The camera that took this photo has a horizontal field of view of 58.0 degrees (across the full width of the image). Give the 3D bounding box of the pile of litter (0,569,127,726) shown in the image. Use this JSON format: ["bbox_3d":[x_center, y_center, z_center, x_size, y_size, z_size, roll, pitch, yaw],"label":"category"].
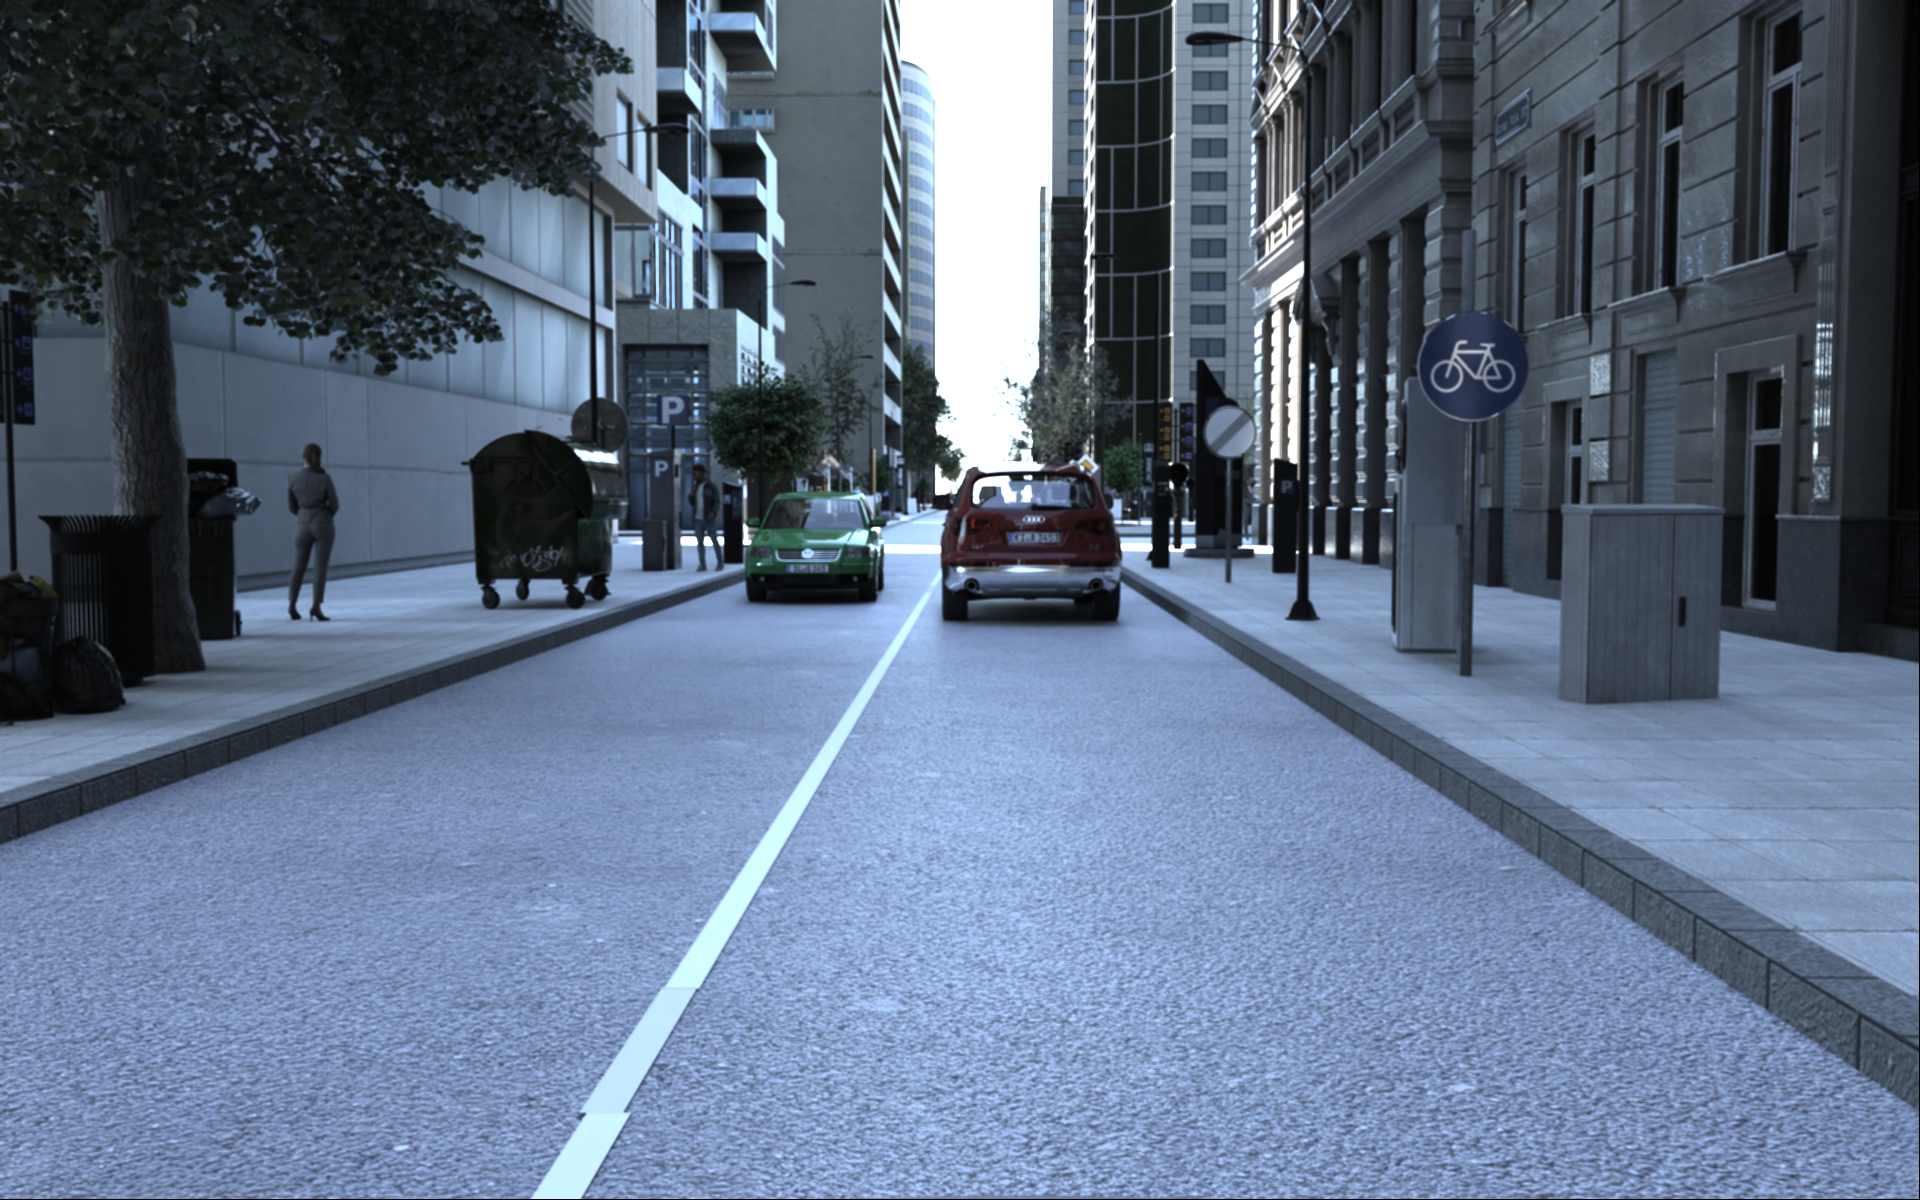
[{"bbox_3d":[-5.612,0.245,9.956,1.176,0.858,1.719,3,5,41],"label":"pile of litter"}]

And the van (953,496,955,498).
[{"bbox_3d":[0.356,-9.389,160.517,2.013,2.044,4.112,0,4,2],"label":"van"}]

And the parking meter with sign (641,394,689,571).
[{"bbox_3d":[-5.052,-2.036,29.554,0.543,3.016,1.738,0,4,2],"label":"parking meter with sign"}]

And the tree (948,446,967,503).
[{"bbox_3d":[-1.142,-18.913,259.587,4.360,8.622,3.978,0,3,0],"label":"tree"}]

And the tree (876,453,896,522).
[{"bbox_3d":[-3.837,-5.285,81.007,1.663,3.219,1.824,0,3,0],"label":"tree"}]

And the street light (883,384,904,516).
[{"bbox_3d":[-3.256,-6.172,73.449,1.470,5.913,1.316,0,4,1],"label":"street light"}]

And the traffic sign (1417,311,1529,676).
[{"bbox_3d":[3.574,-0.737,12.160,0.768,2.556,0.104,0,4,3],"label":"traffic sign"}]

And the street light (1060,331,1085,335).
[{"bbox_3d":[3.537,-4.705,49.467,1.470,5.913,1.316,0,4,1],"label":"street light"}]

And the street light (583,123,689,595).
[{"bbox_3d":[-4.094,-3.018,21.878,1.470,5.913,1.316,0,4,1],"label":"street light"}]

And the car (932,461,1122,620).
[{"bbox_3d":[0.794,-0.765,21.188,2.281,1.827,5.304,0,3,0],"label":"car"}]

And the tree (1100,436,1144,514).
[{"bbox_3d":[9.586,-7.005,98.240,4.285,4.588,4.351,0,3,0],"label":"tree"}]

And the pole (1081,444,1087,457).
[{"bbox_3d":[5.000,-4.652,69.898,0.158,3.312,0.155,0,3,0],"label":"pole"}]

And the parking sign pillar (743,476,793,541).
[{"bbox_3d":[-5.311,-3.632,47.860,1.447,3.967,1.447,-1,4,-21],"label":"parking sign pillar"}]

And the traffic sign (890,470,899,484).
[{"bbox_3d":[-3.655,-5.654,92.550,0.768,2.556,0.104,0,4,6],"label":"traffic sign"}]

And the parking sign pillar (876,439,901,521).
[{"bbox_3d":[-3.629,-5.876,84.540,1.447,3.967,1.447,0,4,-2],"label":"parking sign pillar"}]

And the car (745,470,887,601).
[{"bbox_3d":[-2.002,-0.966,24.595,1.959,1.807,4.718,0,4,-1],"label":"car"}]

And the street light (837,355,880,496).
[{"bbox_3d":[-3.538,-5.220,57.888,1.470,5.913,1.316,0,4,1],"label":"street light"}]

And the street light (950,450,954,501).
[{"bbox_3d":[-1.584,-11.830,165.963,1.470,5.913,1.316,0,4,1],"label":"street light"}]

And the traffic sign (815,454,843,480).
[{"bbox_3d":[-3.774,-2.909,49.753,0.795,2.593,0.064,0,4,1],"label":"traffic sign"}]

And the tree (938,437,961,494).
[{"bbox_3d":[-1.750,-15.799,208.669,4.737,8.622,4.395,0,3,0],"label":"tree"}]

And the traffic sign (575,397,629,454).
[{"bbox_3d":[-4.752,-1.392,22.868,0.768,2.556,0.104,0,4,2],"label":"traffic sign"}]

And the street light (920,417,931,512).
[{"bbox_3d":[-2.698,-8.092,104.843,1.470,5.913,1.316,0,4,1],"label":"street light"}]

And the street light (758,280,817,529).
[{"bbox_3d":[-3.805,-3.986,37.704,1.470,5.913,1.316,0,4,1],"label":"street light"}]

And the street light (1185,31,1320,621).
[{"bbox_3d":[2.963,-2.753,17.547,1.470,5.913,1.316,0,4,1],"label":"street light"}]

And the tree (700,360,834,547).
[{"bbox_3d":[-4.725,-3.605,42.653,4.285,4.588,4.351,0,3,0],"label":"tree"}]

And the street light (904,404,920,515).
[{"bbox_3d":[-2.972,-7.140,89.282,1.470,5.913,1.316,0,4,1],"label":"street light"}]

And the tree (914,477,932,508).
[{"bbox_3d":[-3.262,-10.055,158.999,1.663,3.219,1.824,0,3,0],"label":"tree"}]

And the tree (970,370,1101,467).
[{"bbox_3d":[6.694,-11.716,125.969,8.767,10.594,7.601,3,4,37],"label":"tree"}]

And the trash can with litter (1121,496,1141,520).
[{"bbox_3d":[8.315,-4.475,84.549,1.055,1.170,0.624,3,5,41],"label":"trash can with litter"}]

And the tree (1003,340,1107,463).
[{"bbox_3d":[4.762,-8.061,82.161,4.360,8.622,3.978,0,3,0],"label":"tree"}]

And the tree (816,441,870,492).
[{"bbox_3d":[-4.280,-4.196,63.207,1.663,3.219,1.824,0,3,0],"label":"tree"}]

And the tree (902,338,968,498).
[{"bbox_3d":[-4.087,-12.889,127.744,9.611,12.733,9.660,0,3,0],"label":"tree"}]

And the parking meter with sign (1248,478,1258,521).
[{"bbox_3d":[13.868,-5.193,81.171,1.738,3.016,0.543,2,4,28],"label":"parking meter with sign"}]

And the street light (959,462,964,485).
[{"bbox_3d":[-0.351,-15.956,233.412,1.470,5.913,1.316,0,4,1],"label":"street light"}]

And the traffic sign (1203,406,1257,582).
[{"bbox_3d":[3.903,-1.529,25.111,0.768,2.556,0.104,0,4,3],"label":"traffic sign"}]

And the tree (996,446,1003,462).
[{"bbox_3d":[6.229,-14.617,189.346,4.360,8.622,3.978,0,3,0],"label":"tree"}]

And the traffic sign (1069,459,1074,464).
[{"bbox_3d":[3.758,-3.388,57.588,0.795,2.593,0.064,0,4,1],"label":"traffic sign"}]

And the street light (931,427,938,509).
[{"bbox_3d":[-2.329,-9.049,120.484,1.470,5.913,1.316,0,4,1],"label":"street light"}]

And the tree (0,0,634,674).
[{"bbox_3d":[-5.871,-6.449,12.095,9.857,13.997,8.962,0,3,0],"label":"tree"}]

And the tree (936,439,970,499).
[{"bbox_3d":[-0.670,-21.877,292.096,7.601,10.594,8.767,3,5,39],"label":"tree"}]

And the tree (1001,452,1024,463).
[{"bbox_3d":[7.902,-18.548,253.624,4.737,8.622,4.395,0,3,0],"label":"tree"}]

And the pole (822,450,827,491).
[{"bbox_3d":[-6.256,-5.258,79.812,0.158,3.312,0.155,0,3,0],"label":"pole"}]

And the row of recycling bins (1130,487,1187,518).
[{"bbox_3d":[10.871,-5.361,94.771,3.534,1.692,1.069,3,4,38],"label":"row of recycling bins"}]

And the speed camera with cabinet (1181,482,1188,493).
[{"bbox_3d":[16.262,-8.232,128.921,0.660,3.252,2.038,-3,5,-39],"label":"speed camera with cabinet"}]

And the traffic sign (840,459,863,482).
[{"bbox_3d":[-3.635,-3.397,57.737,0.795,2.593,0.064,0,4,1],"label":"traffic sign"}]

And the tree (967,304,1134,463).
[{"bbox_3d":[5.962,-12.242,110.531,12.009,13.543,11.850,0,3,0],"label":"tree"}]

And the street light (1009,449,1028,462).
[{"bbox_3d":[5.439,-11.590,162.039,1.470,5.913,1.316,0,4,1],"label":"street light"}]

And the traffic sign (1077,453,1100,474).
[{"bbox_3d":[3.619,-2.900,49.604,0.795,2.593,0.064,0,4,1],"label":"traffic sign"}]

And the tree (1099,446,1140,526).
[{"bbox_3d":[6.404,-4.591,69.656,1.663,3.219,1.824,0,3,0],"label":"tree"}]

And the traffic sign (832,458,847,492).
[{"bbox_3d":[-4.302,-3.802,62.168,0.884,2.594,0.081,0,4,5],"label":"traffic sign"}]

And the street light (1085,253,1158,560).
[{"bbox_3d":[3.244,-3.727,33.486,1.470,5.913,1.316,0,4,1],"label":"street light"}]

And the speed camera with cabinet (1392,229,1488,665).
[{"bbox_3d":[3.784,-1.190,13.789,0.660,3.252,2.038,1,4,12],"label":"speed camera with cabinet"}]

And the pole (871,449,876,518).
[{"bbox_3d":[-3.899,-5.143,77.932,0.158,3.312,0.155,0,3,0],"label":"pole"}]

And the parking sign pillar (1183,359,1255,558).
[{"bbox_3d":[5.280,-2.857,35.188,1.447,3.967,1.447,3,4,36],"label":"parking sign pillar"}]

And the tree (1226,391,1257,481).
[{"bbox_3d":[19.603,-10.444,121.117,4.737,8.622,4.395,0,3,0],"label":"tree"}]

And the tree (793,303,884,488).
[{"bbox_3d":[-4.908,-7.159,67.406,4.360,8.622,3.978,0,3,0],"label":"tree"}]
